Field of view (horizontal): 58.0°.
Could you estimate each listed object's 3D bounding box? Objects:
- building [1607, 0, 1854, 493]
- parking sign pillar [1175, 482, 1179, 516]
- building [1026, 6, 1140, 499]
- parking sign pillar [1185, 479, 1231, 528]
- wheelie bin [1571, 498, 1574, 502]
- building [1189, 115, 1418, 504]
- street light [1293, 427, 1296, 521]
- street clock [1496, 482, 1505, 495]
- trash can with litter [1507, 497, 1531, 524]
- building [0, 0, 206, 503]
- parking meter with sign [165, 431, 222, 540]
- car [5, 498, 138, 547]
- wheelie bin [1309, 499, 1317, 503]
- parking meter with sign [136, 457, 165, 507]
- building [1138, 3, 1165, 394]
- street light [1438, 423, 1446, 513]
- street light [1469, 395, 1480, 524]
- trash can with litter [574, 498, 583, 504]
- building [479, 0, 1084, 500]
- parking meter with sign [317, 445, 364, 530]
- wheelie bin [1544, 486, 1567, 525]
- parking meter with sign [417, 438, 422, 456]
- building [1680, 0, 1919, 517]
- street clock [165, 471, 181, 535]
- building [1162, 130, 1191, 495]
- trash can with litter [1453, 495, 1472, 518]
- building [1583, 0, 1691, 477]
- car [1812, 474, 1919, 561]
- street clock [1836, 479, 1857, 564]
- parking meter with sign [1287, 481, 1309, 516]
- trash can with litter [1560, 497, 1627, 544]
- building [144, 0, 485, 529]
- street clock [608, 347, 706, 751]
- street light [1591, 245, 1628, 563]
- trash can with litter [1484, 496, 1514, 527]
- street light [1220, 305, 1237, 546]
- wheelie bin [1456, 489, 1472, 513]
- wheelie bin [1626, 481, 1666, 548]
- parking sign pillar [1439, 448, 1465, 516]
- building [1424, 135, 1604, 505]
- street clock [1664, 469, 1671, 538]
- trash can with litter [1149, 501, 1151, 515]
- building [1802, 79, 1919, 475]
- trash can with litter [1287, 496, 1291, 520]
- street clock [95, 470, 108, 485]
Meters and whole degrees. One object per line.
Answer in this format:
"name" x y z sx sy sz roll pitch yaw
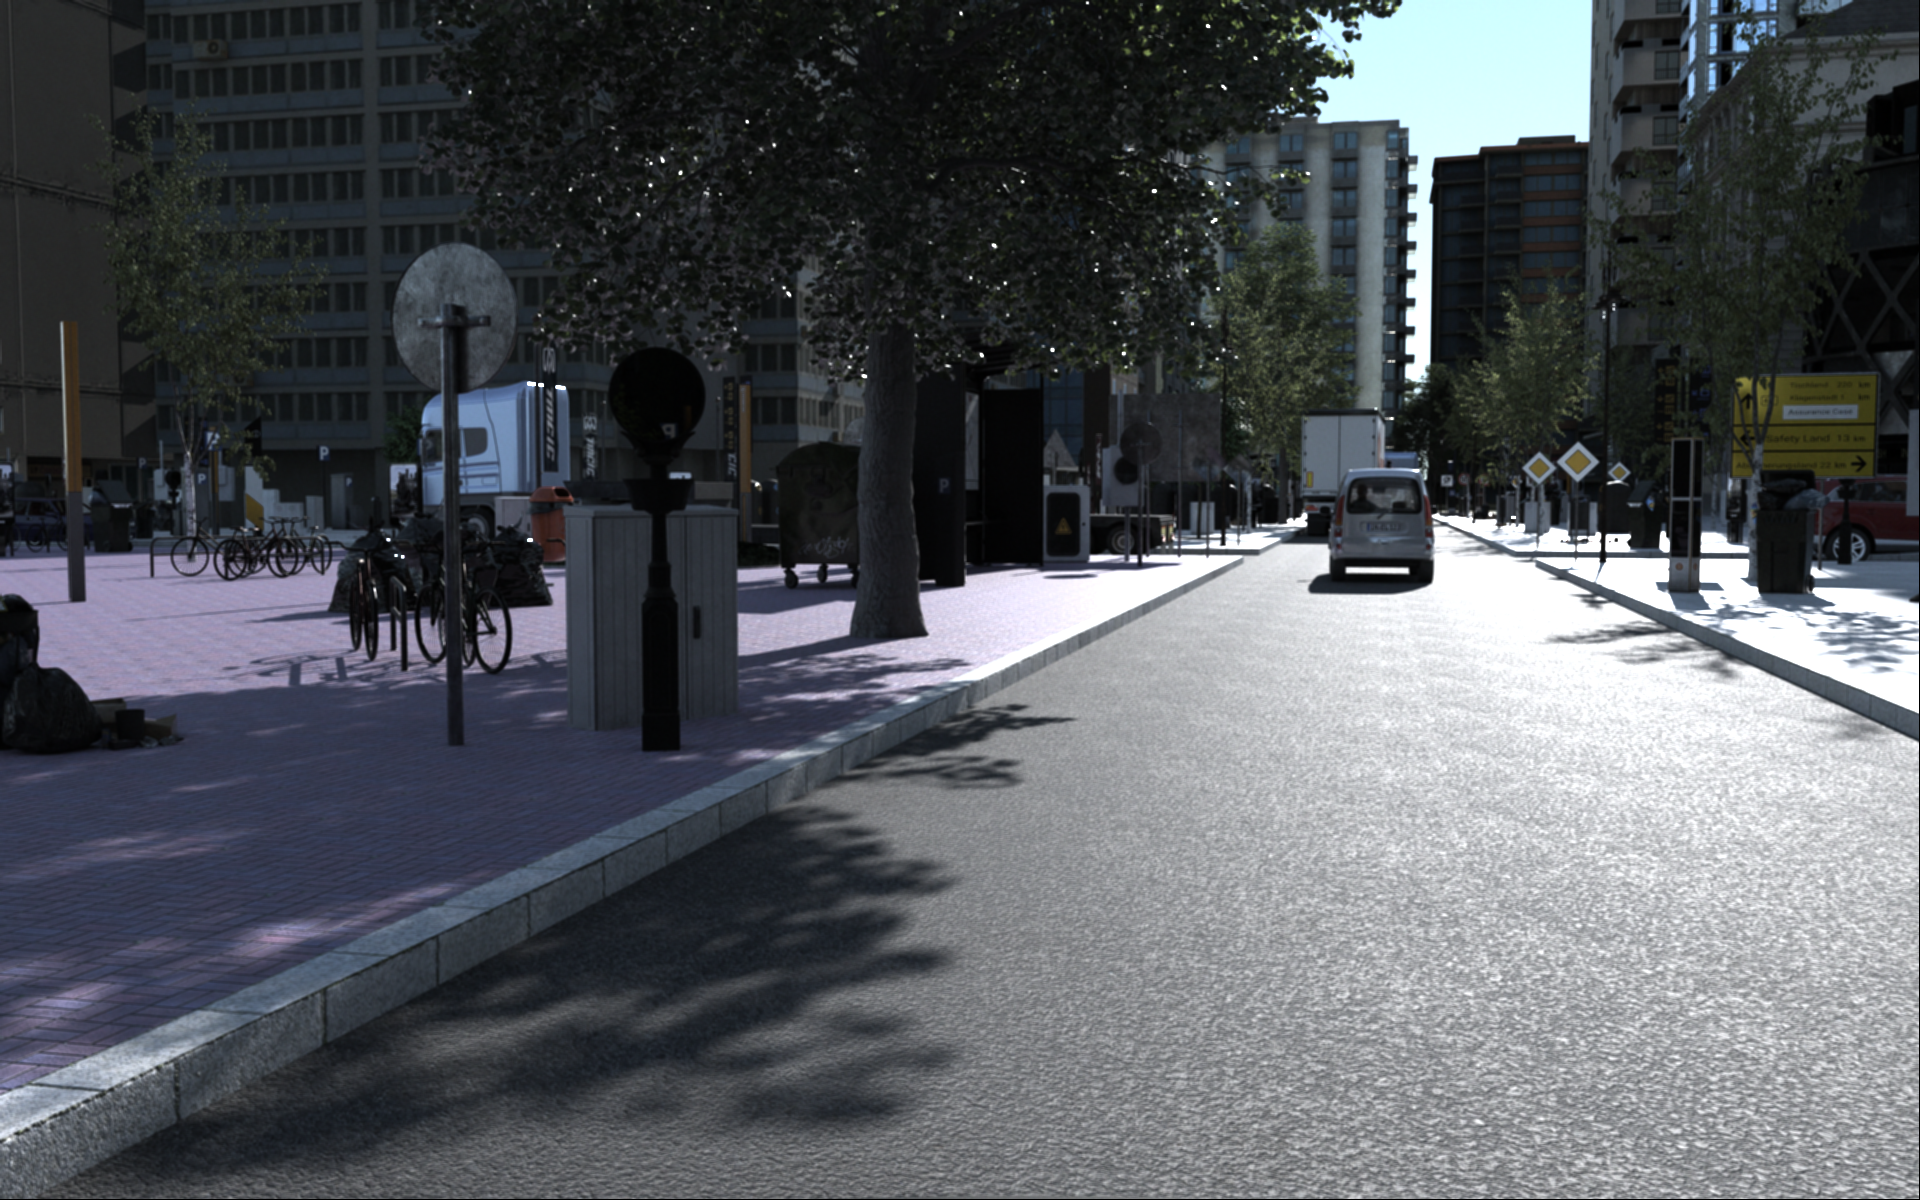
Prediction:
"building" 60.955 -49.652 124.488 22.319 86.520 31.000 1 4 13
"parking sign pillar" 13.256 -6.929 101.762 1.447 3.967 1.447 -1 4 -16
"building" 5.283 -29.139 126.532 14.600 45.320 14.200 1 4 13
"parking sign pillar" 9.460 -4.682 65.022 1.447 3.967 1.447 2 4 25
"wheelie bin" 35.516 -5.676 100.703 0.980 1.594 0.693 3 5 41
"building" 42.721 -36.874 222.504 30.456 49.044 23.786 1 4 13
"street light" 15.683 -6.623 81.080 0.468 5.910 1.993 1 4 13
"street clock" 29.760 -5.549 95.301 0.471 2.002 0.358 -1 4 -9
"trash can with litter" 24.150 -3.870 74.658 1.055 1.170 0.624 0 4 1
"building" -51.053 -27.990 81.345 21.600 48.544 21.300 1 4 13
"parking meter with sign" -21.430 -3.197 48.525 1.738 3.016 0.543 2 4 32
"car" -24.041 -2.053 46.148 3.894 1.354 1.945 1 4 14
"wheelie bin" 22.832 -6.379 112.199 0.693 1.594 0.980 1 4 16
"parking meter with sign" -38.176 -5.259 82.247 1.738 3.016 0.543 1 4 19
"building" 8.714 -27.936 140.352 14.154 41.232 14.086 1 4 13
"street light" 31.344 -8.566 112.843 0.468 5.910 1.993 1 4 13
"street light" 22.193 -6.230 74.648 0.468 5.910 1.993 1 4 13
"trash can with litter" -12.667 -2.928 58.935 2.233 1.210 1.678 -3 5 -42
"building" -9.015 -25.444 107.894 32.217 40.220 23.993 1 4 13
"parking meter with sign" -22.121 -4.019 61.966 1.738 3.016 0.543 2 4 24
"wheelie bin" 24.484 -3.897 71.629 0.980 1.594 0.693 -3 5 -44
"parking meter with sign" -16.561 -3.496 53.427 0.543 3.016 1.738 -1 4 -10
"building" 49.182 -18.911 96.578 14.401 28.519 23.554 1 4 13
"street clock" -24.468 -3.018 53.922 0.358 2.002 0.471 1 4 18
"building" 11.490 -44.775 170.321 20.611 71.187 20.563 1 4 13
"trash can with litter" 28.042 -5.163 95.468 1.678 1.210 2.233 1 4 22
"building" 71.102 -34.488 153.111 28.713 52.752 27.495 1 4 13
"car" 18.970 -1.570 34.344 5.304 1.827 2.281 1 4 11
"street clock" 16.179 -1.654 31.618 0.471 2.002 0.358 3 5 42
"parking meter with sign" 19.068 -6.279 98.928 1.738 3.016 0.543 2 4 24
"trash can with litter" 16.717 -2.110 45.561 2.233 1.210 1.678 -1 4 -10
"building" -16.860 -23.314 73.065 32.217 40.220 23.993 1 4 13
"street clock" -1.506 -0.251 8.677 0.471 2.002 0.358 -1 4 -8
"street light" 12.057 -3.640 32.307 0.468 5.910 1.993 1 4 13
"trash can with litter" 21.812 -3.553 69.151 1.678 1.210 2.233 1 4 23
"street light" 6.503 -4.271 42.612 0.468 5.910 1.993 1 4 13
"wheelie bin" 31.440 -6.135 108.209 0.980 1.594 0.693 0 4 2
"wheelie bin" 16.298 -2.034 41.163 0.693 1.594 0.980 -1 4 -13
"parking sign pillar" 28.846 -6.912 101.480 1.447 3.967 1.447 1 4 15
"building" 71.364 -34.262 214.808 28.867 44.769 22.147 1 4 13
"street clock" 20.876 -2.835 50.931 0.358 2.002 0.471 1 4 14
"trash can with litter" 10.769 -5.253 97.270 1.055 1.170 0.624 3 4 36
"building" 46.088 -12.759 76.060 16.820 18.784 16.811 1 4 13
"trash can with litter" 15.961 -4.586 86.365 1.055 1.170 0.624 0 4 1
"street clock" -25.369 -2.855 51.246 0.358 2.002 0.471 -1 4 -9
